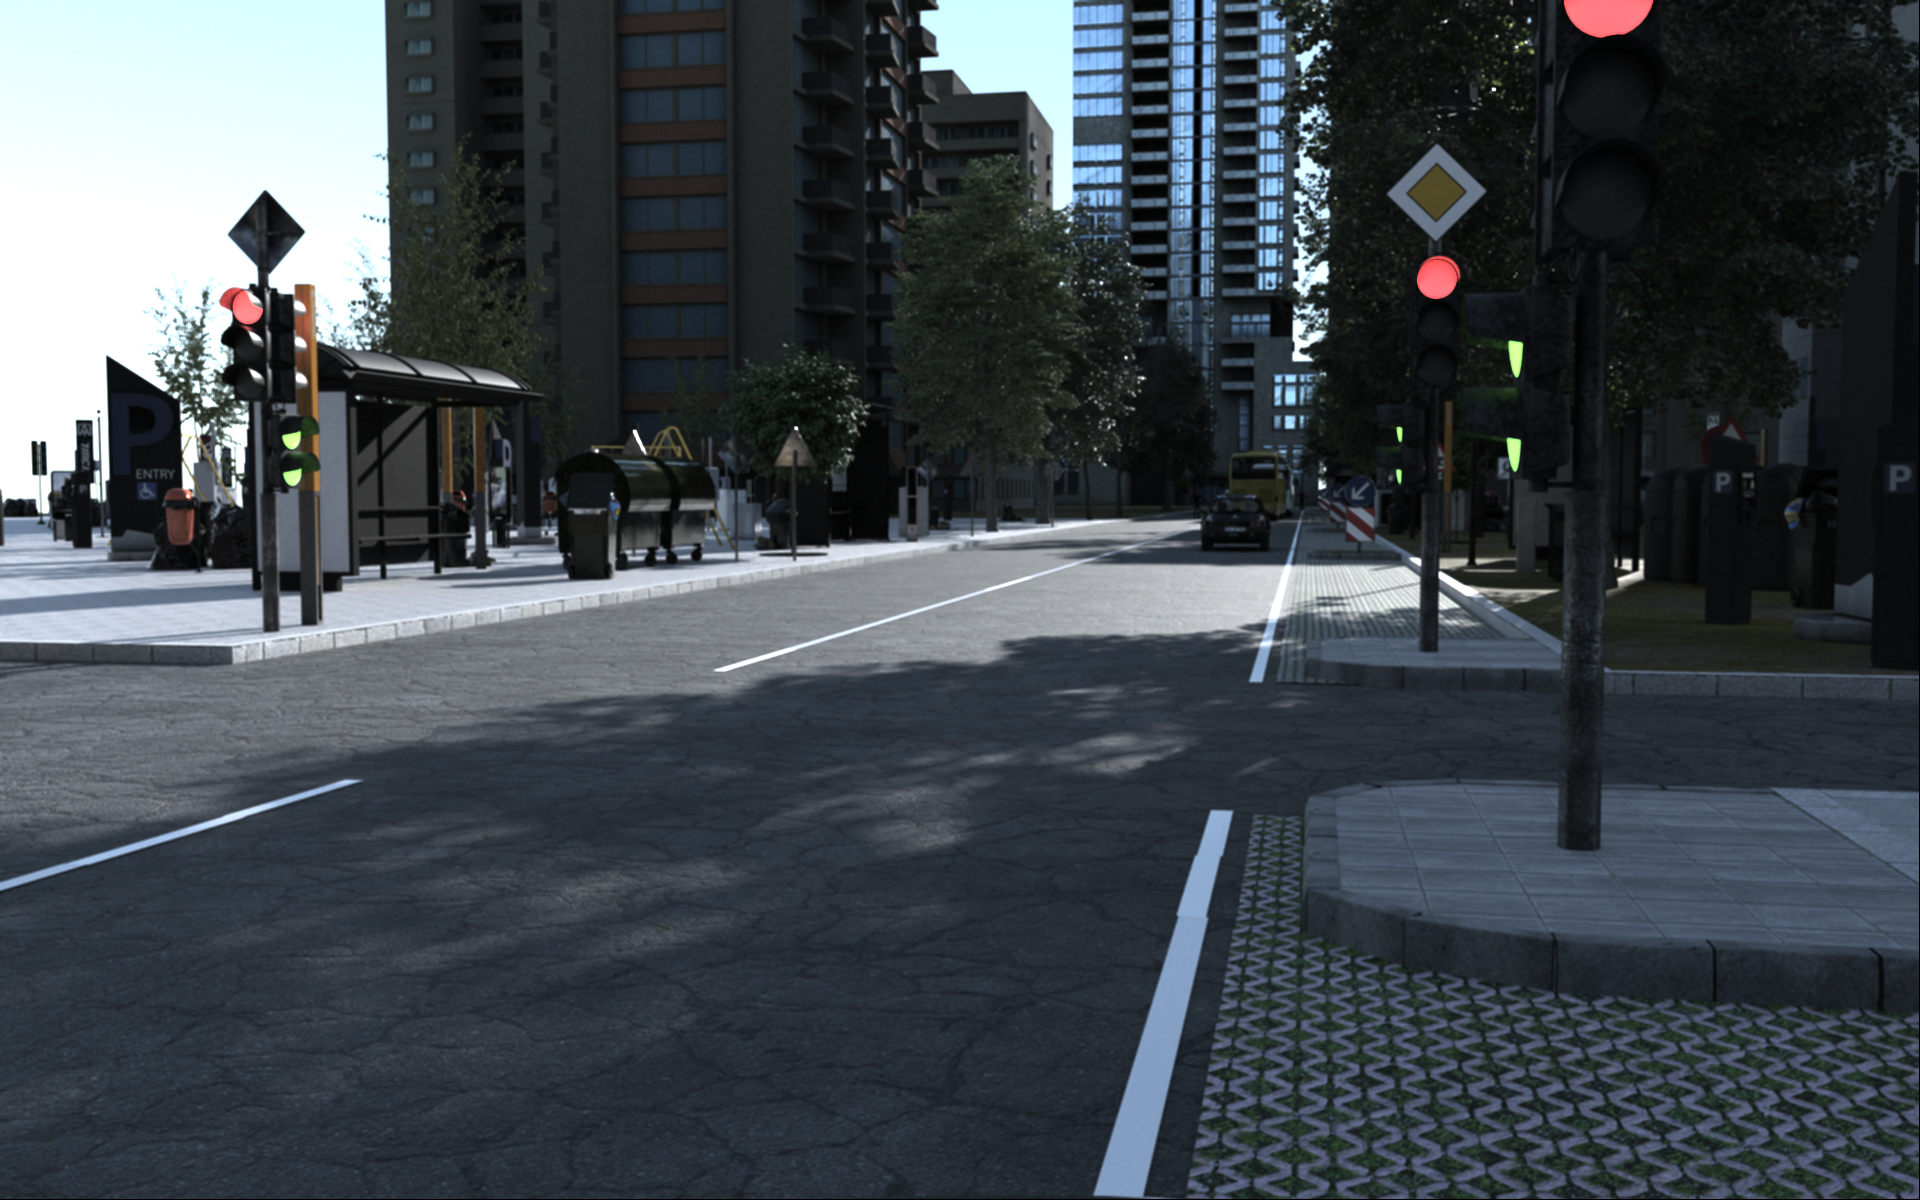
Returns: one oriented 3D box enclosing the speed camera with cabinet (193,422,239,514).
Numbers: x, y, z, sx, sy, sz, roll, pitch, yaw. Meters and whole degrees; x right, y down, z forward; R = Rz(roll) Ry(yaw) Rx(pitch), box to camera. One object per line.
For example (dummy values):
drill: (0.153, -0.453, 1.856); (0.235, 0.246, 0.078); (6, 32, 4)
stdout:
speed camera with cabinet: (-20.612, -3.280, 47.971); (0.660, 3.252, 2.038); (0, 4, -5)

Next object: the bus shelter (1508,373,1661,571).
bus shelter: (11.052, -2.288, 31.333); (2.014, 3.302, 5.546); (1, 4, 11)

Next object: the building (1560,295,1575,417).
building: (55.060, -28.990, 128.605); (22.147, 44.769, 28.867); (1, 4, 11)

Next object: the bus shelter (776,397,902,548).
bus shelter: (-3.025, -3.254, 44.479); (1.731, 3.624, 6.357); (1, 4, 11)

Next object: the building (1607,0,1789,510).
building: (46.747, -25.985, 108.454); (14.154, 41.232, 14.086); (1, 4, 11)

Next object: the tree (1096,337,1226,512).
tree: (14.975, -12.769, 125.775); (9.611, 12.733, 9.660); (0, 3, 0)

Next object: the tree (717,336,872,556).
tree: (-3.431, -3.216, 36.294); (4.285, 4.588, 4.351); (0, 3, 0)

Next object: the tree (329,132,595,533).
tree: (-10.721, -5.242, 36.067); (4.737, 8.622, 4.395); (0, 3, 0)

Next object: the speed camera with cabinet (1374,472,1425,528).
speed camera with cabinet: (17.019, -4.418, 66.563); (2.038, 3.252, 0.660); (0, 4, 2)

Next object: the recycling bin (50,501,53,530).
recycling bin: (-32.215, -3.043, 62.300); (0.722, 1.027, 0.722); (0, 4, -3)

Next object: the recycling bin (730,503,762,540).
recycling bin: (-5.991, -2.198, 48.497); (0.722, 1.027, 0.722); (1, 4, 11)

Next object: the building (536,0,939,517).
building: (-13.645, -27.752, 108.366); (22.147, 44.769, 28.867); (1, 4, 11)

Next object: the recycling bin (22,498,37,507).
recycling bin: (-53.181, -5.272, 98.743); (0.722, 1.027, 0.722); (1, 4, 18)

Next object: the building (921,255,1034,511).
building: (-10.293, -18.275, 143.837); (28.899, 21.520, 27.650); (1, 4, 11)

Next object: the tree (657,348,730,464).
tree: (-13.605, -8.421, 88.048); (4.737, 8.622, 4.395); (0, 3, 0)

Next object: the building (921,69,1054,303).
building: (-1.019, -35.368, 201.963); (21.600, 48.544, 21.300); (1, 4, 11)

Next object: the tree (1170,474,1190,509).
tree: (18.867, -9.493, 149.804); (1.663, 3.219, 1.824); (0, 3, 0)

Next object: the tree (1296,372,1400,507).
tree: (28.652, -12.596, 122.952); (9.611, 12.733, 9.660); (0, 3, 0)

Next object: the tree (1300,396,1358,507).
tree: (35.059, -14.861, 153.348); (12.009, 13.543, 11.850); (0, 3, 0)

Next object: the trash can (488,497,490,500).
trash can: (-21.544, -4.139, 79.327); (0.748, 1.137, 0.748); (0, 3, 0)

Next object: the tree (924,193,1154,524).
tree: (3.437, -10.216, 73.681); (9.857, 13.997, 8.962); (0, 3, 0)

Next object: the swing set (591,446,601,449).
swing set: (-10.702, -3.612, 56.680); (3.119, 2.851, 2.862); (-1, 4, -14)

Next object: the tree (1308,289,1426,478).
tree: (22.772, -10.732, 93.603); (7.486, 12.596, 7.792); (0, 3, 0)

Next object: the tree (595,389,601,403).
tree: (-18.623, -7.804, 77.957); (4.737, 8.622, 4.395); (0, 3, 0)

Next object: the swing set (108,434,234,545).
swing set: (-20.137, -2.882, 44.737); (2.862, 2.851, 3.119); (-1, 4, -10)

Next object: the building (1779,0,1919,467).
building: (41.074, -31.700, 60.302); (21.231, 58.520, 28.212); (1, 4, 11)

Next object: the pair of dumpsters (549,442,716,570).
pair of dumpsters: (-5.837, -1.754, 31.164); (1.574, 2.255, 4.437); (1, 4, 11)

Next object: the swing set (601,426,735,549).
swing set: (-7.000, -2.682, 41.465); (2.862, 2.851, 3.119); (-1, 4, -14)

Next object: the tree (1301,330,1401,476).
tree: (24.206, -10.844, 103.061); (9.928, 11.665, 9.643); (0, 3, 0)

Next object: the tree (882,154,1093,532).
tree: (0.843, -8.573, 58.292); (7.486, 12.596, 7.792); (0, 3, 0)

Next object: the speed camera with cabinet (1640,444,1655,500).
speed camera with cabinet: (26.437, -4.549, 68.720); (2.038, 3.252, 0.660); (1, 4, 17)

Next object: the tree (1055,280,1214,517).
tree: (8.911, -11.405, 96.848); (12.009, 13.543, 11.850); (0, 3, 0)

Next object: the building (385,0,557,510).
building: (-34.578, -32.209, 150.314); (21.600, 48.544, 21.300); (1, 4, 11)

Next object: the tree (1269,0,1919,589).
tree: (8.674, -7.131, 23.240); (9.857, 13.997, 8.962); (0, 3, 0)

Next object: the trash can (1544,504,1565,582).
trash can: (8.926, -0.837, 25.332); (0.748, 1.137, 0.748); (0, 3, 0)

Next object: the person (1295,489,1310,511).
person: (29.543, -8.634, 149.628); (1.348, 1.831, 0.705); (1, 4, 10)

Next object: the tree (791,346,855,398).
tree: (-7.254, -8.240, 85.091); (4.737, 8.622, 4.395); (0, 3, 0)

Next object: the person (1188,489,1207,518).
person: (14.001, -5.678, 102.164); (1.217, 1.723, 0.721); (-1, 4, -15)

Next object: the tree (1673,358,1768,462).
tree: (36.074, -8.054, 82.052); (4.737, 8.622, 4.395); (0, 3, 0)

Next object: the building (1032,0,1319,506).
building: (25.070, -53.976, 195.171); (31.000, 86.520, 22.319); (1, 4, 11)

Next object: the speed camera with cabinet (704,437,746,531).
speed camera with cabinet: (-8.388, -4.060, 60.716); (0.660, 3.252, 2.038); (2, 4, 35)

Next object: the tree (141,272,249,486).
tree: (-25.284, -6.595, 58.193); (4.737, 8.622, 4.395); (0, 3, 0)

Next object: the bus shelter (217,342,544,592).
bus shelter: (-8.194, -1.917, 25.262); (2.014, 3.302, 5.546); (1, 4, 11)

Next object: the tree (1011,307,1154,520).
tree: (6.052, -9.183, 84.553); (7.601, 10.594, 8.767); (2, 4, 31)

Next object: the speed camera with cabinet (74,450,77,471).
speed camera with cabinet: (-40.186, -5.116, 77.988); (0.660, 3.252, 2.038); (-3, 5, -42)

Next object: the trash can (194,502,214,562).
trash can: (-14.443, -1.285, 32.664); (0.748, 1.137, 0.748); (0, 3, 0)

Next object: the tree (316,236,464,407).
tree: (-16.067, -6.011, 48.637); (4.360, 8.622, 3.978); (0, 3, 0)

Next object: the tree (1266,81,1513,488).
tree: (19.843, -13.543, 77.311); (12.611, 20.169, 13.585); (0, 3, 0)

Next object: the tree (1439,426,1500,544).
tree: (12.906, -3.089, 45.115); (1.663, 3.219, 1.824); (0, 3, 0)
